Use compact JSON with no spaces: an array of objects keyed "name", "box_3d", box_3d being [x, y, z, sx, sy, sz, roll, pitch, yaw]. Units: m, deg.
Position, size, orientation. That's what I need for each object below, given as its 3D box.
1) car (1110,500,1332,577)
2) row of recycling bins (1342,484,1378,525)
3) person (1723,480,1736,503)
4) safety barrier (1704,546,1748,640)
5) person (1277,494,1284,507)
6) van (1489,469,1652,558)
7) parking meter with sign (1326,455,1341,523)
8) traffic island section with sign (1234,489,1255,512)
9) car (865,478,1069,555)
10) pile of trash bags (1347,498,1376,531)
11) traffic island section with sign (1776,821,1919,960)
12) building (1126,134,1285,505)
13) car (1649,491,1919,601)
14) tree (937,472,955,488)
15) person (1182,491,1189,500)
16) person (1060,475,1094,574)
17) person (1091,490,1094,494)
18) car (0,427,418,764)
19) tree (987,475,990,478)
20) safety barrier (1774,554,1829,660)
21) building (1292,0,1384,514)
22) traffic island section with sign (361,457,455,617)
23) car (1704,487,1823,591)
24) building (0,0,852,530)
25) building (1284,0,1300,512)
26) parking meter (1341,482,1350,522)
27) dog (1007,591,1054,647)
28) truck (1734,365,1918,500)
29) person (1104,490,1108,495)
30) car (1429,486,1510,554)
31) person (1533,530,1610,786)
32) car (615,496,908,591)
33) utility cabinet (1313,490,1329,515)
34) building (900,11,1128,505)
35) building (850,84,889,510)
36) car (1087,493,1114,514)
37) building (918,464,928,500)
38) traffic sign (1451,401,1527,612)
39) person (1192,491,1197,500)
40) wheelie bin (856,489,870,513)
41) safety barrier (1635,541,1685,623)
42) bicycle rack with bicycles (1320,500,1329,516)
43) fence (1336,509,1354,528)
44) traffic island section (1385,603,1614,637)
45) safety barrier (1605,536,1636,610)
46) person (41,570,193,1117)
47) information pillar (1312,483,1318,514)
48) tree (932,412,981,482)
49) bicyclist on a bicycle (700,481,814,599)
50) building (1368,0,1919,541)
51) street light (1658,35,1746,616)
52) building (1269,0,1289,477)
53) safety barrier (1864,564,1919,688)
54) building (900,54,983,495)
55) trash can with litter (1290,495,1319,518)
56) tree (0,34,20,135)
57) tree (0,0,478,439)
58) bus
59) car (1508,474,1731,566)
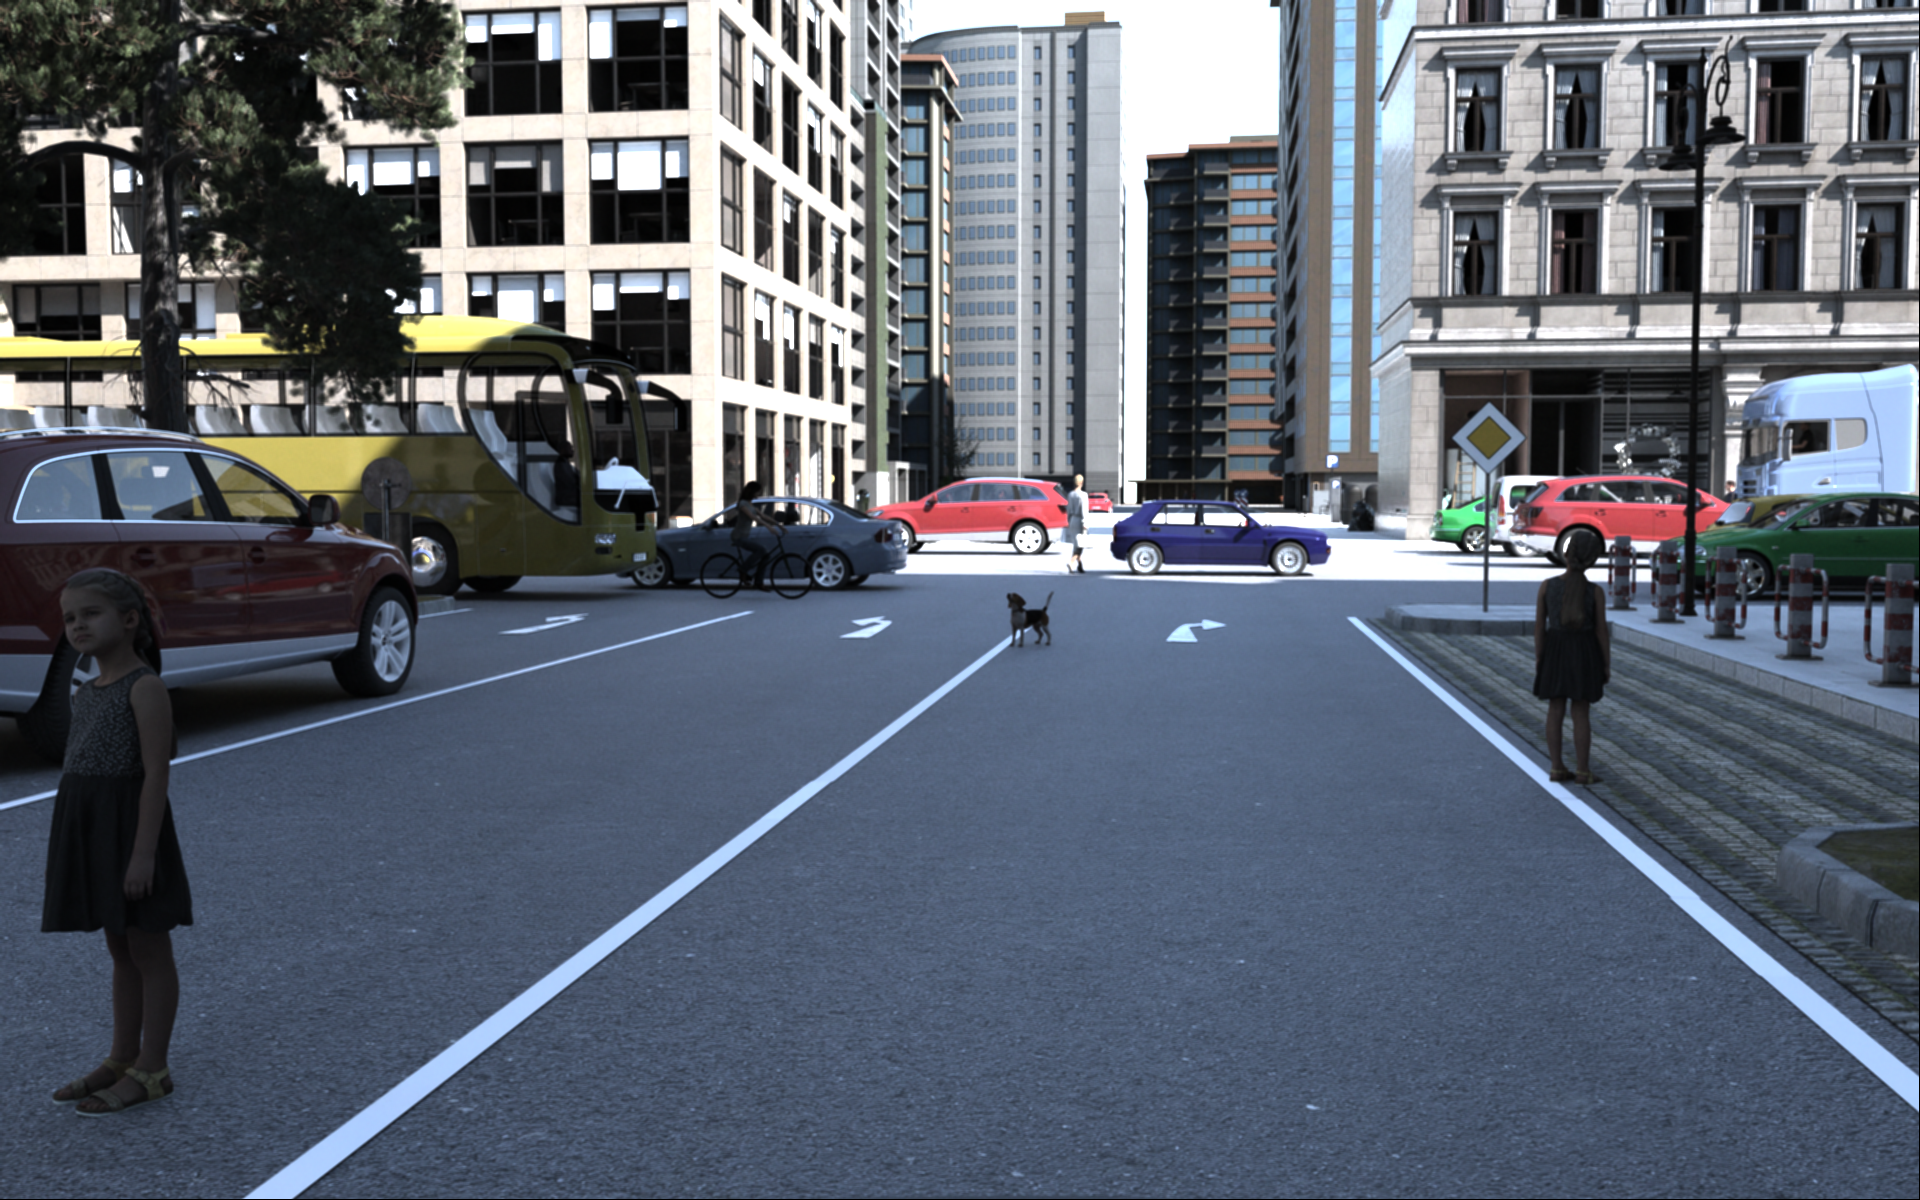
[{"name":"car","box_3d":[4.630,-1.122,30.930,3.894,1.354,1.945,0,4,7]},{"name":"row of recycling bins","box_3d":[17.466,-3.903,70.934,3.534,1.692,1.069,1,4,11]},{"name":"person","box_3d":[18.506,-2.013,41.939,0.750,1.759,0.617,0,4,4]},{"name":"safety barrier","box_3d":[6.781,-0.065,15.341,0.300,0.817,1.120,0,4,8]},{"name":"person","box_3d":[36.930,-11.447,198.919,1.065,1.426,0.557,0,4,3]},{"name":"van","box_3d":[14.198,-1.987,39.497,4.112,2.044,2.013,1,4,9]},{"name":"parking meter with sign","box_3d":[16.719,-4.960,77.358,0.543,3.016,1.738,0,4,5]},{"name":"traffic island section with sign","box_3d":[22.382,-7.871,137.319,1.989,1.847,2.006,0,4,8]},{"name":"car","box_3d":[0.261,-2.015,41.626,5.304,1.827,2.281,1,4,8]},{"name":"pile of trash bags","box_3d":[14.925,-3.023,59.185,3.447,1.369,1.912,3,5,41]},{"name":"traffic island section with sign","box_3d":[3.902,0.179,5.705,1.989,1.847,2.006,0,4,8]},{"name":"building","box_3d":[35.631,-34.210,213.964,28.867,44.769,22.147,0,4,8]},{"name":"car","box_3d":[12.008,-0.918,23.811,4.718,1.807,1.959,1,4,9]},{"name":"tree","box_3d":[-1.176,-9.326,147.079,1.663,3.219,1.824,0,3,0]},{"name":"person","box_3d":[22.705,-10.120,174.514,0.434,1.755,0.990,-2,4,-31]},{"name":"person","box_3d":[2.086,-1.371,31.271,0.624,1.780,0.694,-2,4,-31]},{"name":"person","box_3d":[10.930,-8.158,142.620,1.217,1.736,0.721,0,4,5]},{"name":"car","box_3d":[-5.290,-0.132,10.839,2.281,1.827,5.304,1,4,9]},{"name":"tree","box_3d":[2.850,-11.052,175.305,1.663,3.219,1.824,0,3,0]},{"name":"safety barrier","box_3d":[6.518,0.052,13.430,0.300,0.817,1.120,0,4,8]},{"name":"building","box_3d":[30.265,-28.582,117.433,14.600,45.320,14.200,0,4,8]},{"name":"traffic island section with sign","box_3d":[-7.201,-0.781,20.904,2.006,1.907,1.989,0,4,8]},{"name":"car","box_3d":[13.344,-0.976,26.186,3.980,1.641,2.015,0,4,6]},{"name":"building","box_3d":[-22.431,-15.646,60.326,34.151,26.468,19.350,0,4,8]},{"name":"building","box_3d":[36.702,-31.240,134.475,21.300,48.544,21.600,0,4,8]},{"name":"parking meter","box_3d":[17.993,-4.596,80.863,0.255,1.863,0.399,-2,4,-29]},{"name":"dog","box_3d":[0.667,0.177,16.395,0.406,0.507,0.540,0,4,7]},{"name":"truck","box_3d":[25.586,-2.830,36.031,18.799,4.110,2.967,1,4,9]},{"name":"person","box_3d":[11.435,-7.643,134.244,0.721,1.735,1.217,0,4,5]},{"name":"car","box_3d":[13.843,-2.033,42.039,4.718,1.807,1.959,1,4,10]},{"name":"person","box_3d":[3.035,0.280,8.594,0.362,1.253,0.373,3,5,40]},{"name":"car","box_3d":[-3.059,-0.892,26.587,4.499,1.417,2.014,1,4,9]},{"name":"utility cabinet","box_3d":[21.921,-5.871,104.664,0.318,1.500,1.173,-3,5,-44]},{"name":"building","box_3d":[6.543,-41.276,216.864,28.212,58.520,21.231,0,4,8]},{"name":"building","box_3d":[-13.184,-21.441,122.255,14.160,30.474,14.107,0,4,8]},{"name":"car","box_3d":[9.626,-6.824,120.615,2.155,1.783,4.494,0,4,8]},{"name":"building","box_3d":[-13.443,-42.831,138.544,20.563,71.187,20.611,0,4,8]},{"name":"traffic sign","box_3d":[5.713,-0.926,18.779,0.795,2.450,0.064,0,4,8]},{"name":"person","box_3d":[26.036,-11.257,192.492,0.705,1.831,1.348,-1,4,-12]},{"name":"wheelie bin","box_3d":[-6.336,-6.463,113.576,0.693,1.594,0.980,3,4,38]},{"name":"safety barrier","box_3d":[7.050,-0.182,17.253,0.300,0.817,1.120,0,4,8]},{"name":"bicycle rack with bicycles","box_3d":[22.003,-5.269,99.534,2.852,0.926,2.925,2,4,30]},{"name":"fence","box_3d":[15.052,-3.161,67.050,0.278,0.683,2.069,2,4,31]},{"name":"traffic island section","box_3d":[5.738,0.210,18.853,2.009,0.180,2.903,0,4,8]},{"name":"safety barrier","box_3d":[7.320,-0.298,19.151,0.300,0.817,1.120,0,4,8]},{"name":"person","box_3d":[-1.982,0.558,4.049,0.362,1.253,0.373,3,4,38]},{"name":"information pillar","box_3d":[22.683,-6.490,110.608,0.304,2.012,0.304,-1,4,-9]},{"name":"tree","box_3d":[-0.381,-12.534,155.295,4.360,8.622,3.978,0,3,0]},{"name":"bicyclist on a bicycle","box_3d":[-2.776,-0.833,23.646,1.625,1.676,1.499,1,4,9]},{"name":"building","box_3d":[14.108,-12.223,50.757,40.483,20.767,10.553,0,4,8]},{"name":"street light","box_3d":[7.688,-2.771,18.099,0.468,5.910,1.993,0,4,8]},{"name":"building","box_3d":[43.119,-34.812,158.421,28.713,52.752,27.495,0,4,8]},{"name":"safety barrier","box_3d":[6.248,0.168,11.528,0.300,0.817,1.120,0,4,8]},{"name":"building","box_3d":[-13.401,-31.520,169.984,28.867,44.769,22.147,0,4,8]},{"name":"trash can with litter","box_3d":[18.477,-5.020,93.133,1.678,1.210,2.233,1,4,10]},{"name":"tree","box_3d":[-8.759,-4.447,9.571,8.767,10.594,7.601,0,4,8]},{"name":"tree","box_3d":[-7.783,-5.640,16.722,6.751,12.117,7.091,0,3,0]},{"name":"bus","box_3d":[-10.244,-2.036,24.828,12.252,3.916,2.896,1,4,8]},{"name":"car","box_3d":[13.524,-1.542,33.883,5.304,1.827,2.281,1,4,10]}]
